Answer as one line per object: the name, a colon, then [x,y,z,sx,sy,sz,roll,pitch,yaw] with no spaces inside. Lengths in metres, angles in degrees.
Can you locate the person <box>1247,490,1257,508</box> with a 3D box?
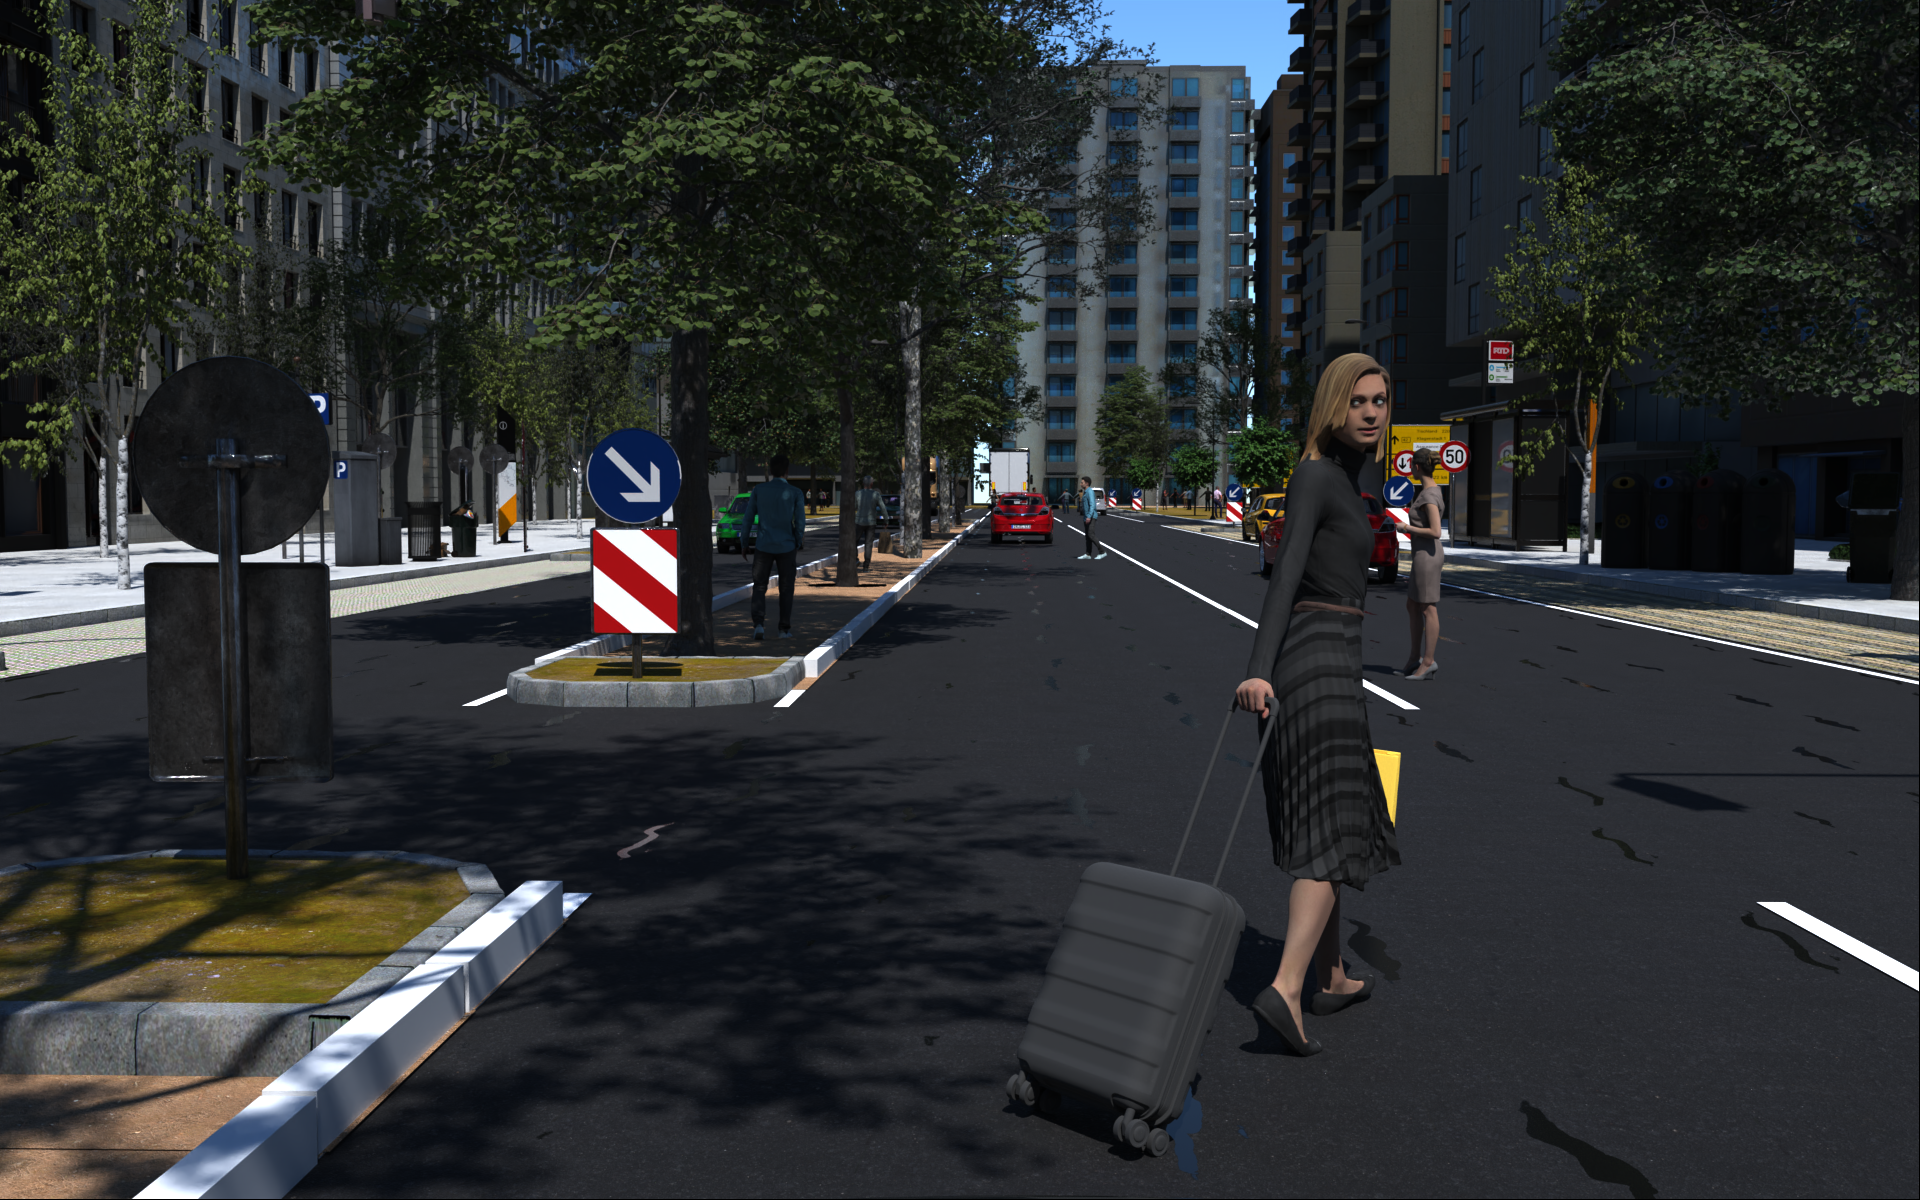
person: [24.204,-8.435,143.588,0.705,1.869,1.348,-2,4,-33]

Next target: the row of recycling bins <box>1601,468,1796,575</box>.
row of recycling bins: [12.319,-1.340,29.019,1.069,1.692,3.534,-2,4,-31]

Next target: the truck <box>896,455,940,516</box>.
truck: [-2.676,-7.781,116.125,2.839,4.237,11.283,0,3,0]

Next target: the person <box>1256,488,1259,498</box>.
person: [26.306,-8.940,152.352,0.705,1.807,1.348,-1,4,-9]

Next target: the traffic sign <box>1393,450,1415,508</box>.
traffic sign: [12.821,-3.040,49.810,0.768,2.556,0.104,0,4,5]

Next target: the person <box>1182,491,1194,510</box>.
person: [18.538,-8.206,140.195,1.348,1.826,0.705,-3,4,-39]

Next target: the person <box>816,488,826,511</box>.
person: [-10.431,-7.504,129.518,1.217,1.735,0.721,3,5,42]

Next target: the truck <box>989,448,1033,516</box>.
truck: [3.221,-7.449,110.707,2.839,4.237,11.283,0,4,3]

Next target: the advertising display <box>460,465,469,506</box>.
advertising display: [-11.164,-2.069,39.042,0.123,1.923,0.974,-1,4,-12]

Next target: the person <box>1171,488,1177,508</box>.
person: [20.143,-9.594,162.528,0.705,1.869,1.348,-1,4,-11]

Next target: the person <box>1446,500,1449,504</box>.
person: [25.398,-4.857,88.711,1.065,1.426,0.557,2,4,32]

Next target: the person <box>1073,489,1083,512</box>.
person: [9.578,-7.830,136.611,1.348,1.812,0.705,0,4,2]

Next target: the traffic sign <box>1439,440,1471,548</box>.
traffic sign: [11.720,-2.509,41.135,0.768,2.556,0.104,0,4,4]

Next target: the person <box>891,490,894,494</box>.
person: [-5.356,-7.664,134.637,1.217,1.723,0.721,-3,5,-42]

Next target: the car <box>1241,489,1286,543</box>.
car: [9.470,-2.535,51.666,2.015,1.641,3.980,0,4,1]

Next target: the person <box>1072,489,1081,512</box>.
person: [9.530,-7.908,137.880,1.350,1.814,0.705,1,4,16]

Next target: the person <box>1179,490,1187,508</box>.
person: [20.941,-9.476,160.983,1.348,1.824,0.705,-2,4,-29]

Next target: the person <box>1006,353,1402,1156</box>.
person: [0.711,0.266,4.374,1.509,1.804,0.699,-3,5,-41]

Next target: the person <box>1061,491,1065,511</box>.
person: [8.558,-8.159,142.814,0.541,1.710,0.530,-3,4,-38]

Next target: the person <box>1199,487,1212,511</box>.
person: [18.558,-7.566,129.771,1.348,1.821,0.705,-1,4,-11]

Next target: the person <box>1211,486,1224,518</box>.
person: [13.884,-5.274,93.208,0.436,1.711,0.756,-2,4,-33]

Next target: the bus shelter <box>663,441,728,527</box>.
bus shelter: [-10.470,-4.496,67.441,2.014,3.302,5.546,0,4,2]

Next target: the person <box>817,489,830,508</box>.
person: [-12.559,-9.316,159.046,1.217,1.739,0.721,0,4,5]

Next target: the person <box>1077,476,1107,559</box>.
person: [2.915,-1.811,38.129,0.620,1.820,0.660,0,4,-7]

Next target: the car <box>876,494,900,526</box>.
car: [-3.001,-3.848,72.709,2.009,1.686,4.222,0,4,0]

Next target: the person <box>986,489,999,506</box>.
person: [1.935,-5.671,101.948,0.721,1.735,1.217,-2,4,-34]

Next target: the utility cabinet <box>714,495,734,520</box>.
utility cabinet: [-11.875,-4.653,87.244,1.020,1.237,0.306,2,4,25]

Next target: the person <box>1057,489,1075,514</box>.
person: [7.798,-7.233,126.836,1.350,1.814,0.705,0,4,-8]

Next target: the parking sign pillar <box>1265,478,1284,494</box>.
parking sign pillar: [13.451,-5.239,74.136,1.447,3.967,1.447,0,4,-6]

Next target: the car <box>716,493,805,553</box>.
car: [-4.954,-2.110,43.301,1.959,1.807,4.718,0,4,1]

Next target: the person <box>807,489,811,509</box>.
person: [-12.496,-8.407,144.285,0.721,1.735,1.217,1,4,20]

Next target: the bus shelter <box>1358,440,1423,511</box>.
bus shelter: [13.102,-3.678,54.066,2.014,3.302,5.546,0,4,2]

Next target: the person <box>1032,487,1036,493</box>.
person: [4.257,-5.521,98.868,0.705,1.812,1.348,-1,4,-10]

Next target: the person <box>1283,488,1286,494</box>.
person: [16.266,-4.988,87.613,0.388,1.821,0.555,2,4,31]

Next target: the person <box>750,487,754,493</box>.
person: [-13.573,-6.577,114.135,0.990,1.755,0.434,-1,4,-16]

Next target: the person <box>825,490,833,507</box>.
person: [-12.813,-9.814,168.591,0.705,1.869,1.348,-3,5,-40]

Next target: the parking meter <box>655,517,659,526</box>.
parking meter: [-12.062,-3.877,69.092,0.399,1.863,0.255,-2,4,-28]

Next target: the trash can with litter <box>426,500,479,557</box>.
trash can with litter: [-10.324,-1.454,35.165,1.055,1.170,0.624,0,4,1]

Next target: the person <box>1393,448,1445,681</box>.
person: [3.535,-0.275,13.344,0.374,1.781,0.599,1,4,13]

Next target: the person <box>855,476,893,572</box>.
person: [-1.621,-1.379,31.530,0.782,1.767,0.515,0,4,-6]

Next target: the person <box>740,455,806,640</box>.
person: [-1.847,-0.522,17.053,0.660,1.820,0.620,0,4,-1]

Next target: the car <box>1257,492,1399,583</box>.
car: [6.190,-1.245,29.400,2.155,1.783,4.494,0,4,2]

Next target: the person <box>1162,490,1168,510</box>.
person: [16.620,-8.109,140.102,0.593,1.643,0.415,2,4,27]

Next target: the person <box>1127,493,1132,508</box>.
person: [15.956,-9.279,160.977,0.991,1.433,0.599,2,4,26]

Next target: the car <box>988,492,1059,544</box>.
car: [1.870,-2.592,51.412,2.155,1.783,4.494,0,4,4]

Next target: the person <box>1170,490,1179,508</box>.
person: [20.341,-9.618,164.017,1.217,1.743,0.721,-2,4,-33]

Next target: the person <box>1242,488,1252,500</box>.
person: [18.616,-6.642,114.644,1.348,1.824,0.705,0,4,-1]

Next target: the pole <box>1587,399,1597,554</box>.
pole: [13.575,-2.656,37.263,0.158,3.312,0.155,0,3,0]

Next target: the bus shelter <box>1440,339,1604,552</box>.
bus shelter: [13.291,-3.977,42.649,2.179,5.291,8.768,0,4,1]

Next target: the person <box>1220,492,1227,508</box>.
person: [25.454,-9.590,166.015,1.217,1.735,0.721,0,4,-5]
